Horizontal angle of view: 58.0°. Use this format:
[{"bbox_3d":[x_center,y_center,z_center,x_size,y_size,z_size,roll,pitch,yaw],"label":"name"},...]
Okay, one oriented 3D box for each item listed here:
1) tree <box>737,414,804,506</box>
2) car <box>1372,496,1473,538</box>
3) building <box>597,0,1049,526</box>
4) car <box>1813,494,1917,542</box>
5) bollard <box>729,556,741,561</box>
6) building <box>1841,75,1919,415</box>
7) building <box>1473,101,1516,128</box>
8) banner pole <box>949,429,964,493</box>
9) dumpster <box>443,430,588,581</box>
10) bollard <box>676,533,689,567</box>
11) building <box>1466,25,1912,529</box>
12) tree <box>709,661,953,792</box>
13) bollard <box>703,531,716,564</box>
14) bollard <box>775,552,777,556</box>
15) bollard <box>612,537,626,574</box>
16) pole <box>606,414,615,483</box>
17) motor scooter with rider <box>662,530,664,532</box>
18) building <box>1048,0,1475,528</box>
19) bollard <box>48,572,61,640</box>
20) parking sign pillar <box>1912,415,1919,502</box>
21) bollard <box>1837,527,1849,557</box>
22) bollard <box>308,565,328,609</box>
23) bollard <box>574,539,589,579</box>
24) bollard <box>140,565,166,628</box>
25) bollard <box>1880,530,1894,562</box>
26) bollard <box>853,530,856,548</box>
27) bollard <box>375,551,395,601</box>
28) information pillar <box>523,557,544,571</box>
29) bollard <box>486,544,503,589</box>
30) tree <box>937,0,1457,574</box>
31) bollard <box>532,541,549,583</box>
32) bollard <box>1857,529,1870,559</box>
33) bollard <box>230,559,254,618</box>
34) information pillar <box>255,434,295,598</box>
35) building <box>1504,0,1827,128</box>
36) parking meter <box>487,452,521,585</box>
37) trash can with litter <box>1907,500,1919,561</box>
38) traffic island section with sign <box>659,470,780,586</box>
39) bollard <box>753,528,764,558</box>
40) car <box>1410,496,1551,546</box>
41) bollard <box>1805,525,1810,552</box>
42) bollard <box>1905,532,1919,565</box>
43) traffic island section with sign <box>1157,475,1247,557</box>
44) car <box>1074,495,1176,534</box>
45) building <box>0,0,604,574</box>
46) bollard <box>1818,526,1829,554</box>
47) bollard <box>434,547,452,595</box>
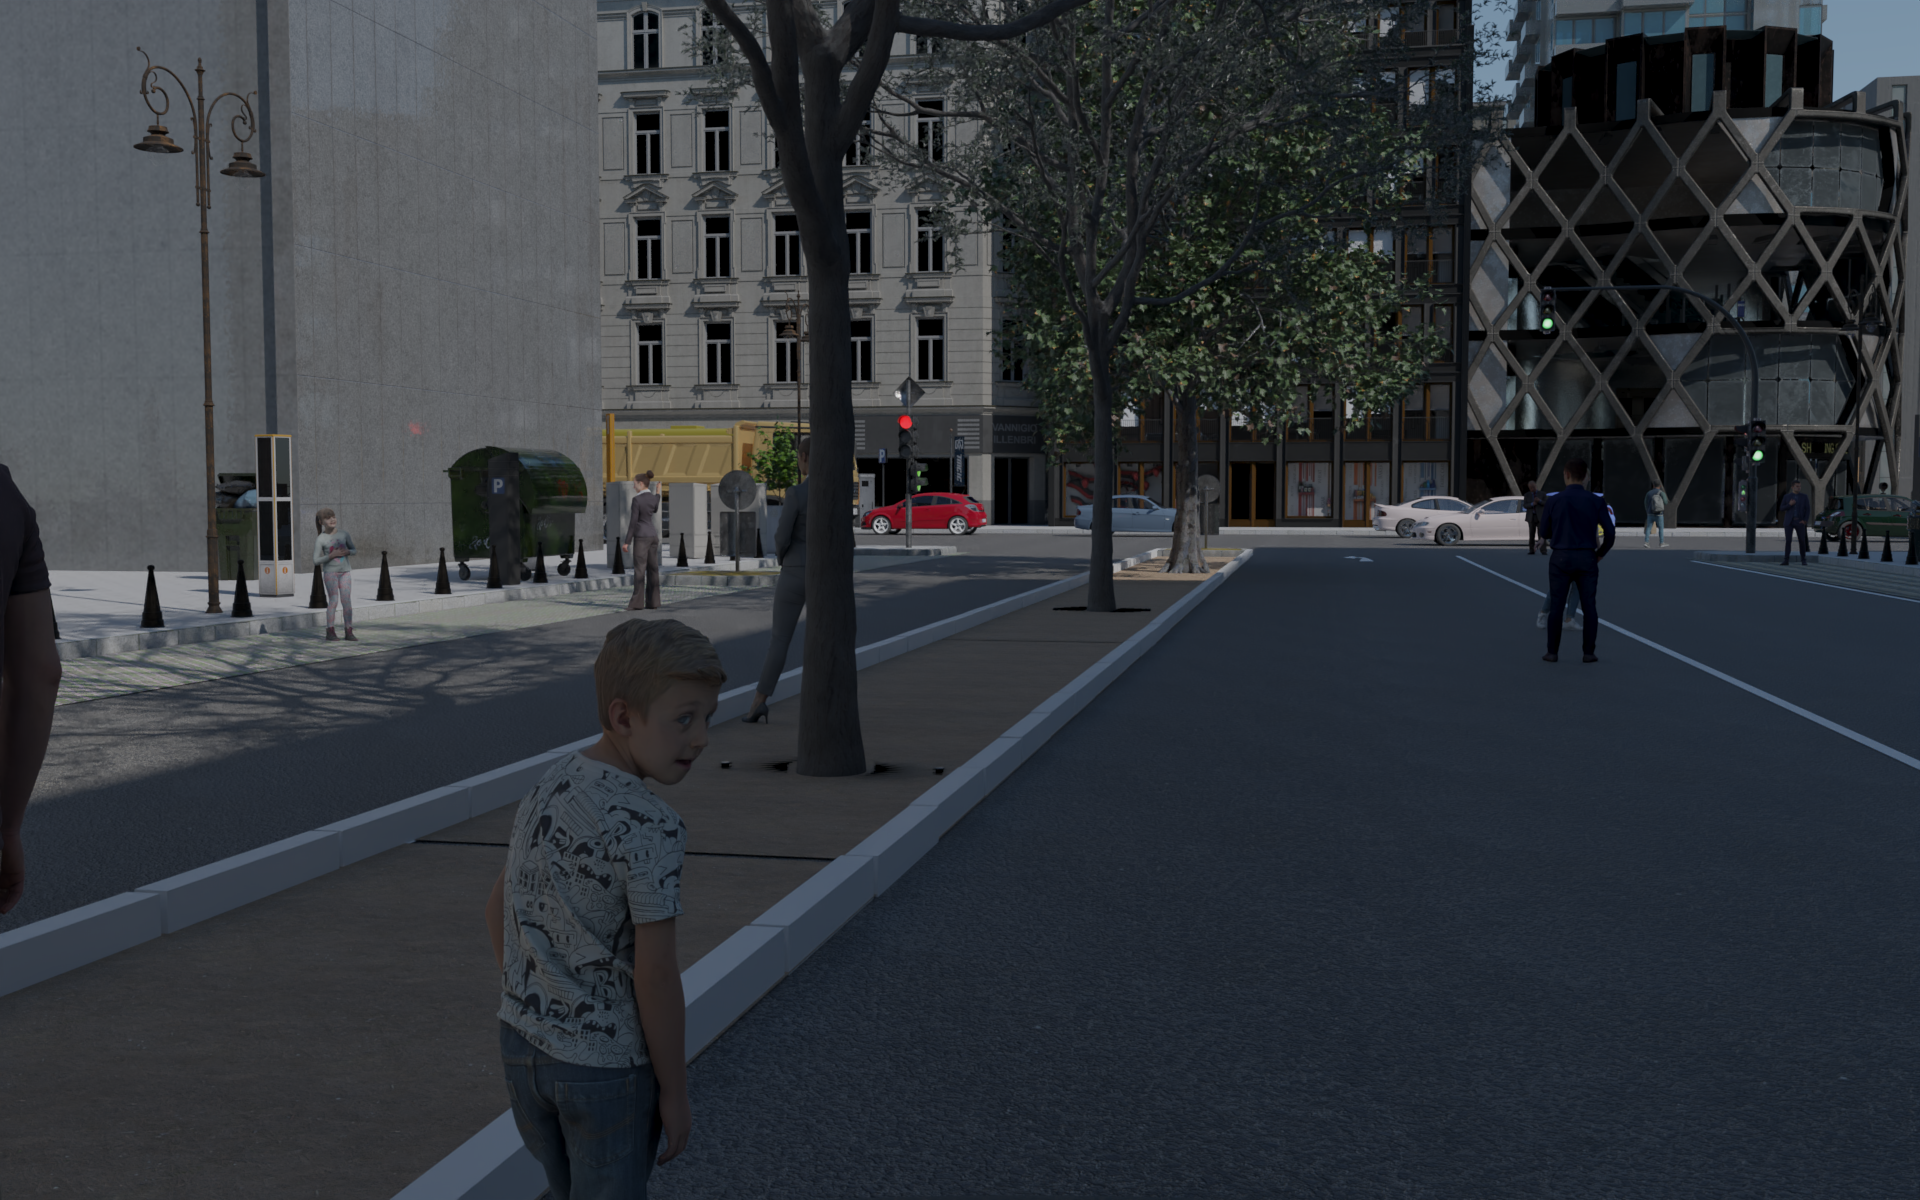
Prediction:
[{"bbox_3d":[-4.352,-2.894,41.925,1.663,3.219,1.824,0,3,0],"label":"tree"},{"bbox_3d":[15.956,-2.705,56.581,4.827,1.381,2.083,1,4,12],"label":"car"},{"bbox_3d":[-16.281,-18.613,80.740,44.131,29.872,17.030,1,4,12],"label":"building"},{"bbox_3d":[27.840,-2.568,51.772,4.222,1.686,2.009,1,4,10],"label":"car"},{"bbox_3d":[-4.326,-1.055,33.287,0.229,0.601,0.229,0,3,0],"label":"bollard"},{"bbox_3d":[95.756,-29.872,172.006,14.086,41.232,14.154,1,4,12],"label":"building"},{"bbox_3d":[67.616,-39.285,231.540,27.495,52.752,28.713,1,4,12],"label":"building"},{"bbox_3d":[-0.157,-4.653,66.093,0.863,3.779,0.401,2,4,35],"label":"banner pole"},{"bbox_3d":[-6.751,-1.457,26.318,1.502,2.255,1.985,1,4,12],"label":"dumpster"},{"bbox_3d":[-4.895,-0.886,30.524,0.229,0.601,0.229,0,3,0],"label":"bollard"},{"bbox_3d":[28.969,-12.461,71.182,16.811,18.784,16.820,1,4,12],"label":"building"},{"bbox_3d":[-0.661,-5.841,8.324,12.009,13.543,11.850,0,3,0],"label":"tree"},{"bbox_3d":[-4.613,-0.970,31.903,0.229,0.601,0.229,0,3,0],"label":"bollard"},{"bbox_3d":[-3.746,-1.224,36.052,0.229,0.601,0.229,0,3,0],"label":"bollard"},{"bbox_3d":[-5.475,-0.716,27.752,0.229,0.601,0.229,0,3,0],"label":"bollard"},{"bbox_3d":[-8.866,-3.066,43.976,0.158,3.312,0.155,0,3,0],"label":"pole"},{"bbox_3d":[-9.491,-2.510,49.999,1.986,1.779,0.876,1,4,12],"label":"motor scooter with rider"},{"bbox_3d":[12.467,-14.812,71.852,15.834,23.373,12.332,1,4,12],"label":"building"},{"bbox_3d":[-8.071,0.046,15.289,0.229,0.601,0.229,0,3,0],"label":"bollard"},{"bbox_3d":[32.862,-4.328,59.239,1.447,3.967,1.447,2,4,31],"label":"parking sign pillar"},{"bbox_3d":[18.141,-1.195,35.577,0.229,0.601,0.229,0,3,0],"label":"bollard"},{"bbox_3d":[-7.208,-0.208,19.443,0.229,0.601,0.229,0,3,0],"label":"bollard"},{"bbox_3d":[-5.765,-0.630,26.350,0.229,0.601,0.229,0,3,0],"label":"bollard"},{"bbox_3d":[-7.782,-0.039,16.675,0.229,0.601,0.229,0,3,0],"label":"bollard"},{"bbox_3d":[17.569,-1.026,32.815,0.229,0.601,0.229,0,3,0],"label":"bollard"},{"bbox_3d":[-2.596,-1.562,41.584,0.229,0.601,0.229,0,3,0],"label":"bollard"},{"bbox_3d":[-6.916,-0.292,20.823,0.229,0.601,0.229,0,3,0],"label":"bollard"},{"bbox_3d":[-7.127,-1.490,28.849,0.304,2.012,0.304,0,4,3],"label":"information pillar"},{"bbox_3d":[-6.344,-0.461,23.579,0.229,0.601,0.229,0,3,0],"label":"bollard"},{"bbox_3d":[4.131,-6.833,31.177,9.611,12.733,9.660,0,3,0],"label":"tree"},{"bbox_3d":[-6.052,-0.546,24.964,0.229,0.601,0.229,0,3,0],"label":"bollard"},{"bbox_3d":[17.856,-1.111,34.199,0.229,0.601,0.229,0,3,0],"label":"bollard"},{"bbox_3d":[-7.492,-0.123,18.055,0.229,0.601,0.229,0,3,0],"label":"bollard"},{"bbox_3d":[-8.514,-1.042,21.526,0.304,2.012,0.304,2,4,24],"label":"information pillar"},{"bbox_3d":[58.218,-32.226,146.505,23.786,49.044,30.456,1,4,12],"label":"building"},{"bbox_3d":[-6.440,-1.146,24.448,0.399,1.863,0.255,2,4,25],"label":"parking meter"},{"bbox_3d":[18.471,-1.304,32.713,1.055,1.170,0.624,2,4,30],"label":"trash can with litter"},{"bbox_3d":[-3.720,-1.175,27.844,1.989,1.847,2.006,1,4,12],"label":"traffic island section with sign"},{"bbox_3d":[-4.032,-1.139,34.672,0.229,0.601,0.229,0,3,0],"label":"bollard"},{"bbox_3d":[15.052,-2.198,48.303,4.827,1.381,2.083,1,4,10],"label":"car"},{"bbox_3d":[18.716,-1.364,38.342,0.229,0.601,0.229,0,3,0],"label":"bollard"},{"bbox_3d":[17.285,-0.942,31.437,0.229,0.601,0.229,0,3,0],"label":"bollard"},{"bbox_3d":[5.668,-1.961,40.192,2.006,1.907,1.989,1,4,12],"label":"traffic island section with sign"},{"bbox_3d":[6.111,-2.843,58.483,4.499,1.417,2.014,1,4,13],"label":"car"},{"bbox_3d":[-19.094,-13.269,34.977,19.932,24.808,12.078,1,4,12],"label":"building"},{"bbox_3d":[18.429,-1.279,36.955,0.229,0.601,0.229,0,3,0],"label":"bollard"},{"bbox_3d":[-6.633,-0.377,22.202,0.229,0.601,0.229,0,3,0],"label":"bollard"}]
